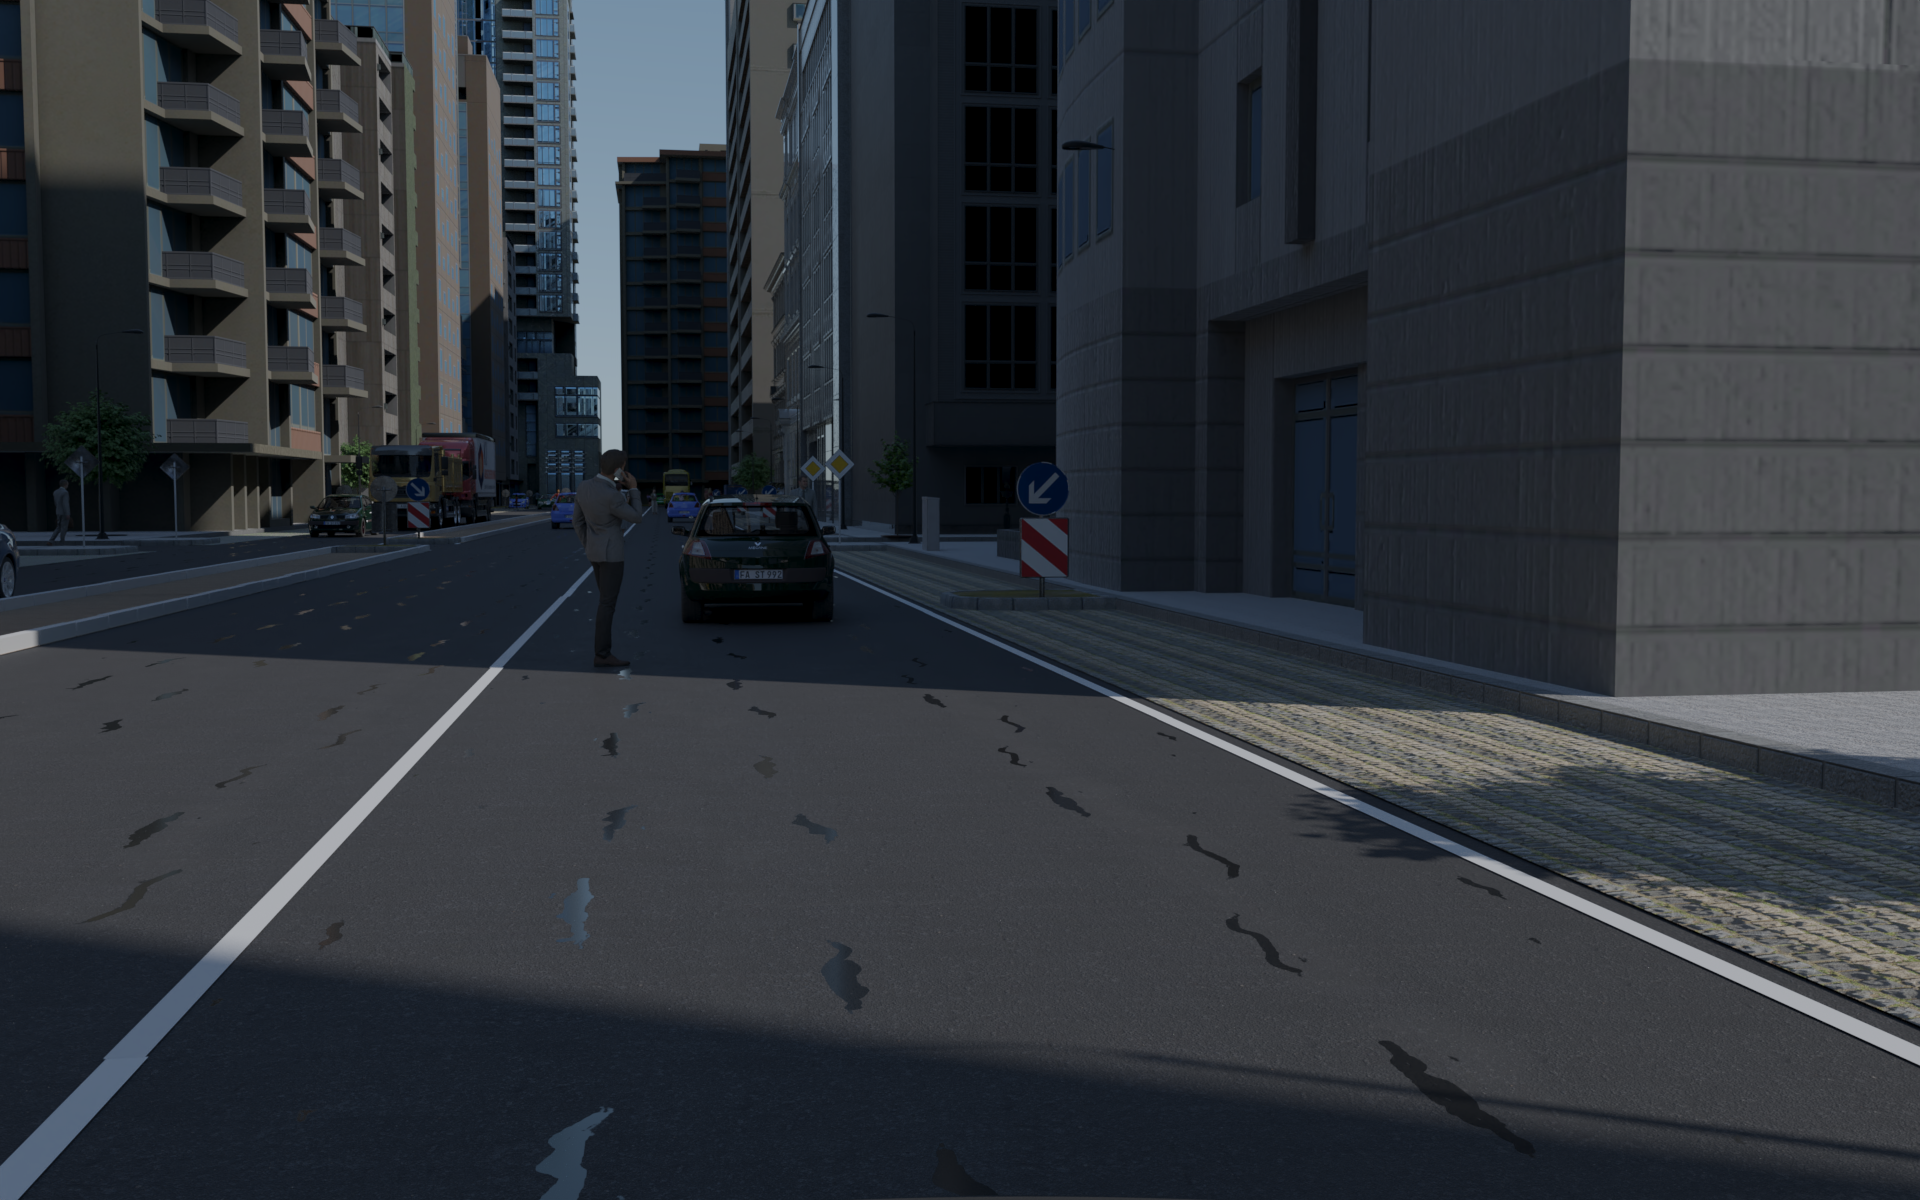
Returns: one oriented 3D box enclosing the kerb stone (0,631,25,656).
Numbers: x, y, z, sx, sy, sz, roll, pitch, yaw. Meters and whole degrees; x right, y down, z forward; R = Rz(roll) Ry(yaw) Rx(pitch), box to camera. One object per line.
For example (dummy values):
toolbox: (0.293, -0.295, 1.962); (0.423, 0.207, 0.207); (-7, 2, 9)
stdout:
kerb stone: (-8.655, 0.391, 15.834); (0.120, 0.150, 1.000); (-1, 4, -10)

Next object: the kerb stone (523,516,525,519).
kerb stone: (-24.840, -4.624, 97.864); (0.120, 0.150, 1.000); (-1, 4, -10)

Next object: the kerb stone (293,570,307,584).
kerb stone: (-10.736, -0.352, 27.948); (0.120, 0.150, 1.000); (-1, 4, -10)

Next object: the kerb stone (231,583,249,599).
kerb stone: (-10.038, -0.098, 23.910); (0.120, 0.150, 1.000); (-1, 4, -10)

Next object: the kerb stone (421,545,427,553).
kerb stone: (-13.159, -1.212, 42.113); (0.120, 0.150, 1.000); (-1, 4, -10)

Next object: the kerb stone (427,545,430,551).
kerb stone: (-13.333, -1.280, 43.120); (0.120, 0.150, 1.000); (-1, 4, -10)

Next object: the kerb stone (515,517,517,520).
kerb stone: (-23.977, -4.318, 92.801); (0.120, 0.150, 1.000); (-1, 4, -10)

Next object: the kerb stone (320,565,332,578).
kerb stone: (-11.068, -0.476, 29.979); (0.120, 0.150, 1.000); (-1, 4, -10)

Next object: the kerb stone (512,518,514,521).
kerb stone: (-23.620, -4.194, 90.783); (0.120, 0.150, 1.000); (-1, 4, -10)

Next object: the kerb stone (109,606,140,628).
kerb stone: (-9.175, 0.204, 18.863); (0.120, 0.150, 1.000); (-1, 4, -10)

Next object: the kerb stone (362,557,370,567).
kerb stone: (-11.777, -0.723, 34.018); (0.120, 0.150, 1.000); (-1, 4, -10)

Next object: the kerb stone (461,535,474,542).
kerb stone: (-14.987, -1.864, 52.742); (0.120, 0.150, 1.000); (-1, 4, -10)

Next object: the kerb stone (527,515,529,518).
kerb stone: (-25.367, -4.810, 100.900); (0.120, 0.150, 1.000); (-1, 4, -10)

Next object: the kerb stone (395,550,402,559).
kerb stone: (-12.471, -0.972, 38.082); (0.120, 0.150, 1.000); (-1, 4, -10)

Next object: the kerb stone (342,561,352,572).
kerb stone: (-11.424, -0.599, 31.991); (0.120, 0.150, 1.000); (-1, 4, -10)

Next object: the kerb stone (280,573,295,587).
kerb stone: (-10.554, -0.280, 26.935); (0.120, 0.150, 1.000); (-1, 4, -10)

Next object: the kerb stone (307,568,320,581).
kerb stone: (-10.902, -0.412, 28.960); (0.120, 0.150, 1.000); (-1, 4, -10)

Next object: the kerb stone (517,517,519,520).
kerb stone: (-24.155, -4.381, 93.819); (0.120, 0.150, 1.000); (-1, 4, -10)

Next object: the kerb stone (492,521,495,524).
kerb stone: (-21.899, -3.576, 80.662); (0.120, 0.150, 1.000); (-1, 4, -10)

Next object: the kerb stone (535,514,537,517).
kerb stone: (-26.402, -5.184, 106.957); (0.120, 0.150, 1.000); (-1, 4, -10)

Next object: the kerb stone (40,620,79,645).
kerb stone: (-8.828, 0.330, 16.841); (0.120, 0.150, 1.000); (-1, 4, -10)

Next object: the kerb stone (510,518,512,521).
kerb stone: (-23.454, -4.133, 89.764); (0.120, 0.150, 1.000); (-1, 4, -10)

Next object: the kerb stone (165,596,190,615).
kerb stone: (-9.523, 0.082, 20.888); (0.120, 0.150, 1.000); (-1, 4, -10)

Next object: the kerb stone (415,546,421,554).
kerb stone: (-12.991, -1.157, 41.104); (0.120, 0.150, 1.000); (-1, 4, -10)

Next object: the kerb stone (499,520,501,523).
kerb stone: (-22.410, -3.762, 83.696); (0.120, 0.150, 1.000); (-1, 4, -10)

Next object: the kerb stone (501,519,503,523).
kerb stone: (-22.588, -3.818, 84.703); (0.120, 0.150, 1.000); (-1, 4, -10)

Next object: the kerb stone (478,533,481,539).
kerb stone: (-15.330, -1.992, 54.764); (0.120, 0.150, 1.000); (-1, 4, -10)

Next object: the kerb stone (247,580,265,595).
kerb stone: (-10.217, -0.166, 24.917); (0.120, 0.150, 1.000); (-1, 4, -10)

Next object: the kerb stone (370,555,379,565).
kerb stone: (-11.947, -0.785, 35.028); (0.120, 0.150, 1.000); (-1, 4, -10)

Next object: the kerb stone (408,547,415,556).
kerb stone: (-12.811, -1.095, 40.098); (0.120, 0.150, 1.000); (-1, 4, -10)

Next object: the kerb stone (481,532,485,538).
kerb stone: (-15.503, -2.054, 55.772); (0.120, 0.150, 1.000); (-1, 4, -10)

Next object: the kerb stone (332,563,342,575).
kerb stone: (-11.250, -0.538, 30.984); (0.120, 0.150, 1.000); (-1, 4, -10)

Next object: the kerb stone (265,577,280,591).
kerb stone: (-10.386, -0.221, 25.926); (0.120, 0.150, 1.000); (-1, 4, -10)

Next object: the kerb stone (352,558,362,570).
kerb stone: (-11.595, -0.661, 33.002); (0.120, 0.150, 1.000); (-1, 4, -10)

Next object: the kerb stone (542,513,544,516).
kerb stone: (-27.436, -5.549, 113.023); (0.120, 0.150, 1.000); (-1, 4, -10)

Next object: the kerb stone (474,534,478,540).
kerb stone: (-15.153, -1.929, 53.753); (0.120, 0.150, 1.000); (-1, 4, -10)

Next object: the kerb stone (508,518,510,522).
kerb stone: (-23.284, -4.071, 88.755); (0.120, 0.150, 1.000); (-1, 4, -10)

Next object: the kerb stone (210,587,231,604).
kerb stone: (-9.859, -0.043, 22.904); (0.120, 0.150, 1.000); (-1, 4, -10)

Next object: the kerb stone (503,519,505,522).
kerb stone: (-22.762, -3.885, 85.710); (0.120, 0.150, 1.000); (-1, 4, -10)

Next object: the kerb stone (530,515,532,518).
kerb stone: (-25.709, -4.937, 102.920); (0.120, 0.150, 1.000); (-1, 4, -10)

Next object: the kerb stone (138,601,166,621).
kerb stone: (-9.345, 0.142, 19.871); (0.120, 0.150, 1.000); (-1, 4, -10)

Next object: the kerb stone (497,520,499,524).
kerb stone: (-22.243, -3.699, 82.678); (0.120, 0.150, 1.000); (-1, 4, -10)

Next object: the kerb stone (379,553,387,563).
kerb stone: (-12.124, -0.847, 36.051); (0.120, 0.150, 1.000); (-1, 4, -10)

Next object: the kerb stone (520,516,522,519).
kerb stone: (-24.498, -4.504, 95.842); (0.120, 0.150, 1.000); (-1, 4, -10)

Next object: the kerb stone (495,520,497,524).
kerb stone: (-22.064, -3.635, 81.671); (0.120, 0.150, 1.000); (-1, 4, -10)

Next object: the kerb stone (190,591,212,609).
kerb stone: (-9.688, 0.022, 21.896); (0.120, 0.150, 1.000); (-1, 4, -10)

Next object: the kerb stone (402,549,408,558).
kerb stone: (-12.641, -1.029, 39.090); (0.120, 0.150, 1.000); (-1, 4, -10)

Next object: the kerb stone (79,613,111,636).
kerb stone: (-8.999, 0.273, 17.849); (0.120, 0.150, 1.000); (-1, 4, -10)

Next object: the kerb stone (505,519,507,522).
kerb stone: (-22.939, -3.942, 86.717); (0.120, 0.150, 1.000); (-1, 4, -10)

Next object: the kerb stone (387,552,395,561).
kerb stone: (-12.291, -0.909, 37.068); (0.120, 0.150, 1.000); (-1, 4, -10)
